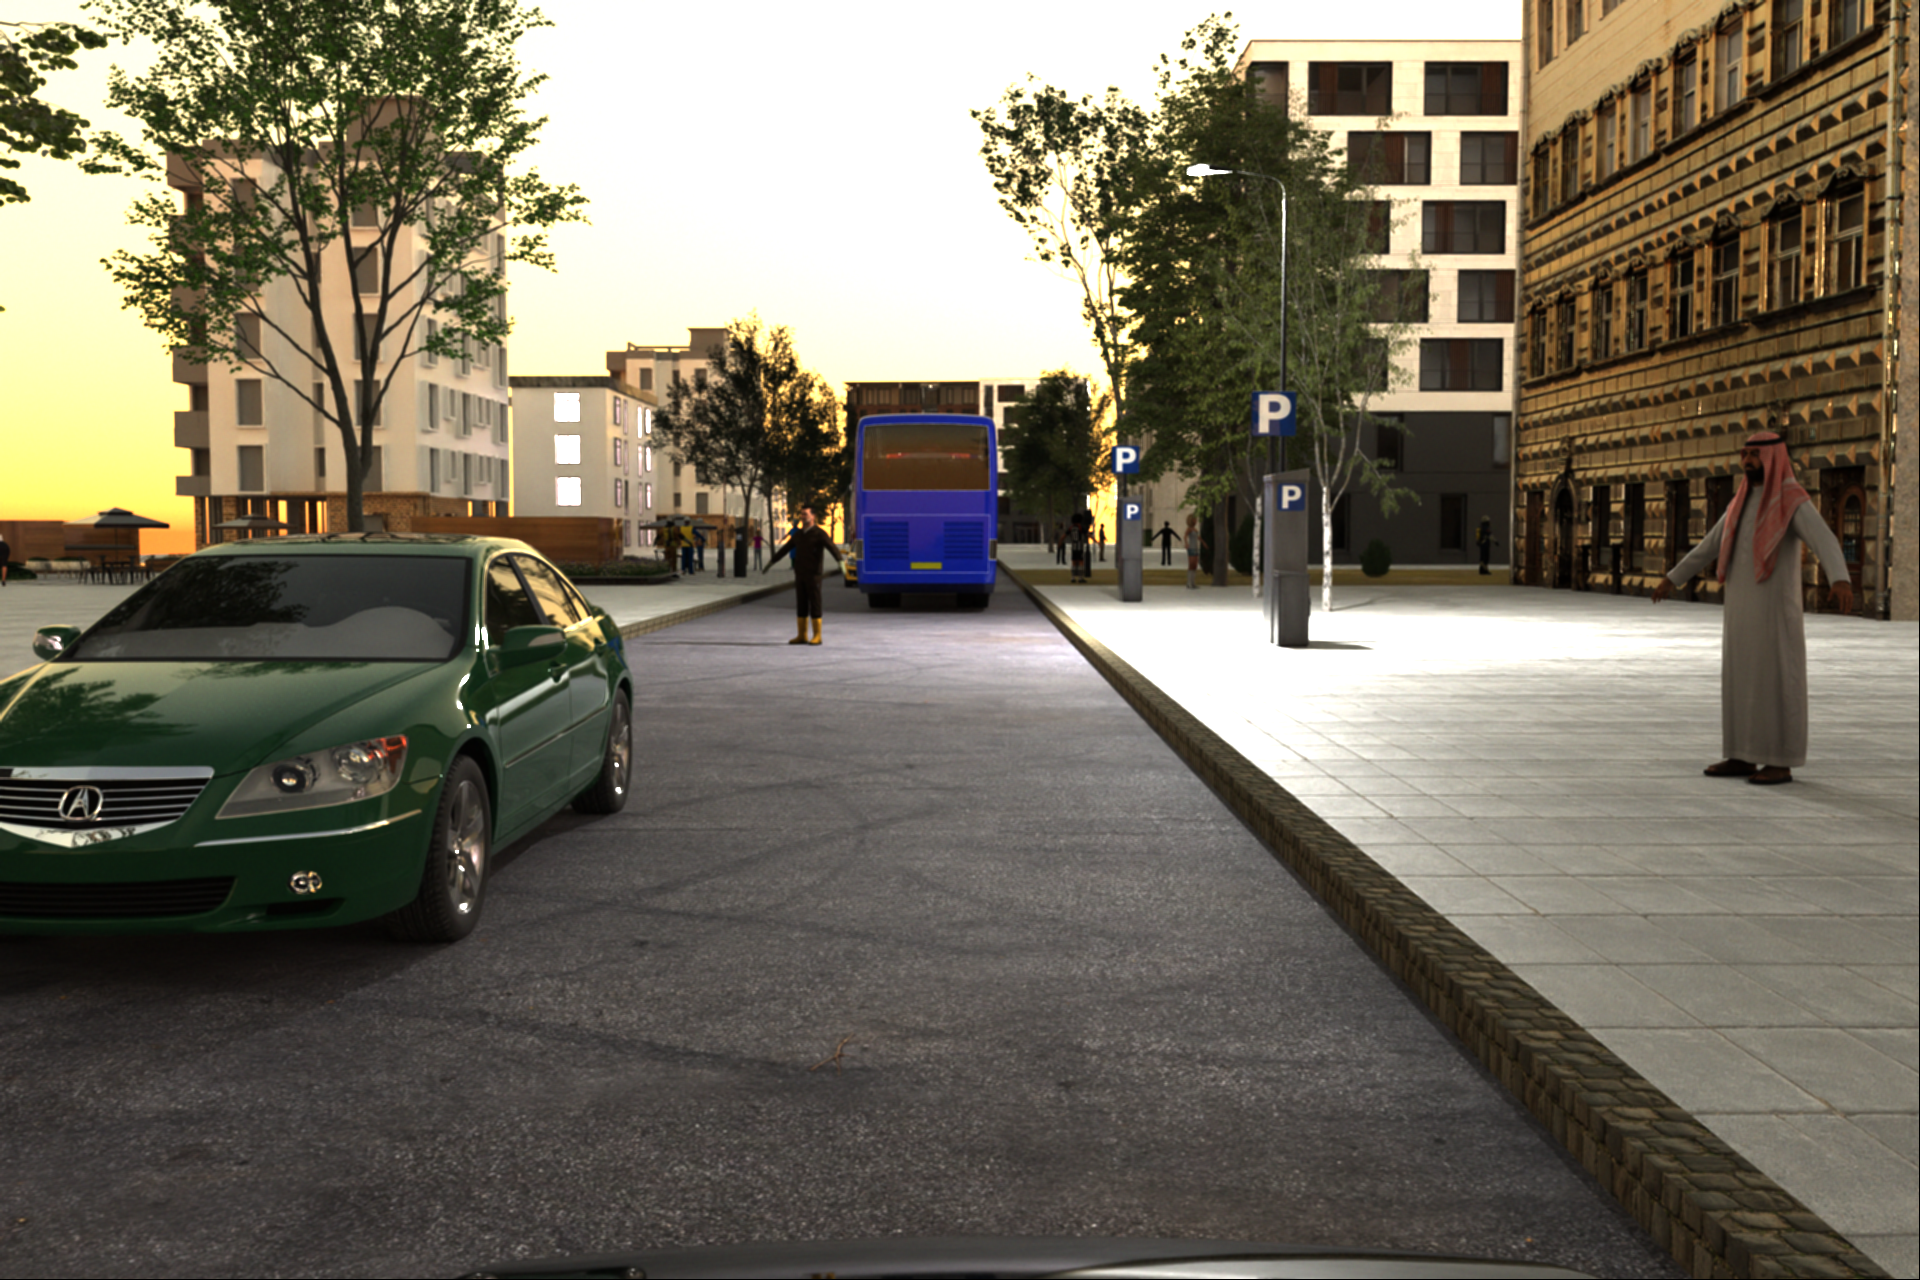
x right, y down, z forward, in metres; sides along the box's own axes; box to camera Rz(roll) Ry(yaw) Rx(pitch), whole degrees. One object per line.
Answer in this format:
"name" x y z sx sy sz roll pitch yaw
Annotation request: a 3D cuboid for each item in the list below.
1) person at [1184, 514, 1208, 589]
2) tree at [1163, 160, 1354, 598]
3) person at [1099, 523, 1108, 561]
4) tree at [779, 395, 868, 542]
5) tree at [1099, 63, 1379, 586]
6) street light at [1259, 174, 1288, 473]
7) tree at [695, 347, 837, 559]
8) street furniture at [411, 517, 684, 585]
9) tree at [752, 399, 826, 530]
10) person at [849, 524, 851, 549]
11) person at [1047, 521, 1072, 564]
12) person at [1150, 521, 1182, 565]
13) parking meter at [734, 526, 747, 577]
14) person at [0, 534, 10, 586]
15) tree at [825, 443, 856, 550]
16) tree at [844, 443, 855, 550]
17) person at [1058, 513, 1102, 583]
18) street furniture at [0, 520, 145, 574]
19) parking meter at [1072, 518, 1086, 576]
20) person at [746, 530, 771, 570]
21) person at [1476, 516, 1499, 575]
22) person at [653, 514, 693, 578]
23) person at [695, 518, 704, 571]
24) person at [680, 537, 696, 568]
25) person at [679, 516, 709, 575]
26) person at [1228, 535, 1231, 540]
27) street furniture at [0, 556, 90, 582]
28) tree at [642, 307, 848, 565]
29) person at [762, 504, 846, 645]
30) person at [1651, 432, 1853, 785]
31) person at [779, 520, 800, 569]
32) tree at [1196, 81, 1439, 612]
"person" 5.538 -2.083 40.676 0.721 1.753 1.214 2 4 31
"tree" 6.009 -5.175 34.971 4.737 8.622 4.395 0 3 0
"person" 6.747 -4.629 81.956 0.705 1.796 1.348 0 4 -8
"tree" -8.592 -10.999 114.246 8.767 10.594 7.601 1 4 11
"tree" 6.768 -7.606 42.492 7.486 12.596 7.792 0 3 0
"street light" 4.627 -3.018 21.887 1.470 5.913 1.316 0 3 0
"tree" -9.456 -9.176 84.435 7.601 10.594 8.767 0 4 -1
"street furniture" -10.646 -2.354 45.339 11.010 1.723 9.812 0 4 -4
"tree" -8.875 -8.735 93.185 4.360 8.622 3.978 0 3 0
"person" -5.013 -4.583 81.150 0.704 1.802 1.346 0 4 -2
"person" 4.289 -4.105 73.239 1.348 1.813 0.705 -1 4 -15
"person" 8.485 -3.977 71.216 1.347 1.806 0.705 0 4 -3
"parking meter" -6.561 -2.646 51.670 0.372 1.533 0.369 0 3 0
"person" -23.821 -2.057 42.865 0.799 1.438 0.628 1 4 12
"tree" -8.374 -10.759 126.274 4.737 8.622 4.395 0 3 0
"tree" -9.242 -11.640 140.674 4.360 8.622 3.978 0 3 0
"person" 3.130 -2.429 45.861 1.345 1.843 0.704 2 4 35
"street furniture" -32.022 -3.218 59.462 11.010 1.723 9.812 -2 4 -35
"parking meter" 3.642 -2.897 53.078 0.399 1.863 0.255 0 4 0
"person" -7.216 -3.206 61.686 0.991 1.433 0.599 -1 4 -19
"person" 16.646 -3.001 54.839 0.705 1.856 1.354 -1 4 -10
"person" -8.493 -2.766 50.985 1.354 1.858 0.705 2 4 24
"person" -9.126 -3.352 60.659 0.705 1.847 1.347 -1 4 -13
"person" -10.243 -3.590 65.416 0.721 1.740 1.216 -3 4 -39
"person" -8.563 -2.966 54.460 1.349 1.833 0.705 0 4 6
"person" 10.634 -3.934 70.513 1.347 1.806 0.705 -3 4 -37
"street furniture" -29.782 -2.041 49.002 10.072 0.657 5.734 1 4 20
"tree" -8.998 -8.411 71.925 8.767 10.594 7.601 -1 4 -9
"person" -1.978 -0.846 22.433 1.346 1.812 0.704 2 4 33
"person" 4.154 -0.176 9.027 0.704 1.811 1.347 -1 4 -18
"person" -6.063 -3.514 63.581 1.347 1.817 0.704 2 4 32
"tree" 6.212 -4.790 28.680 4.360 8.622 3.978 0 3 0
